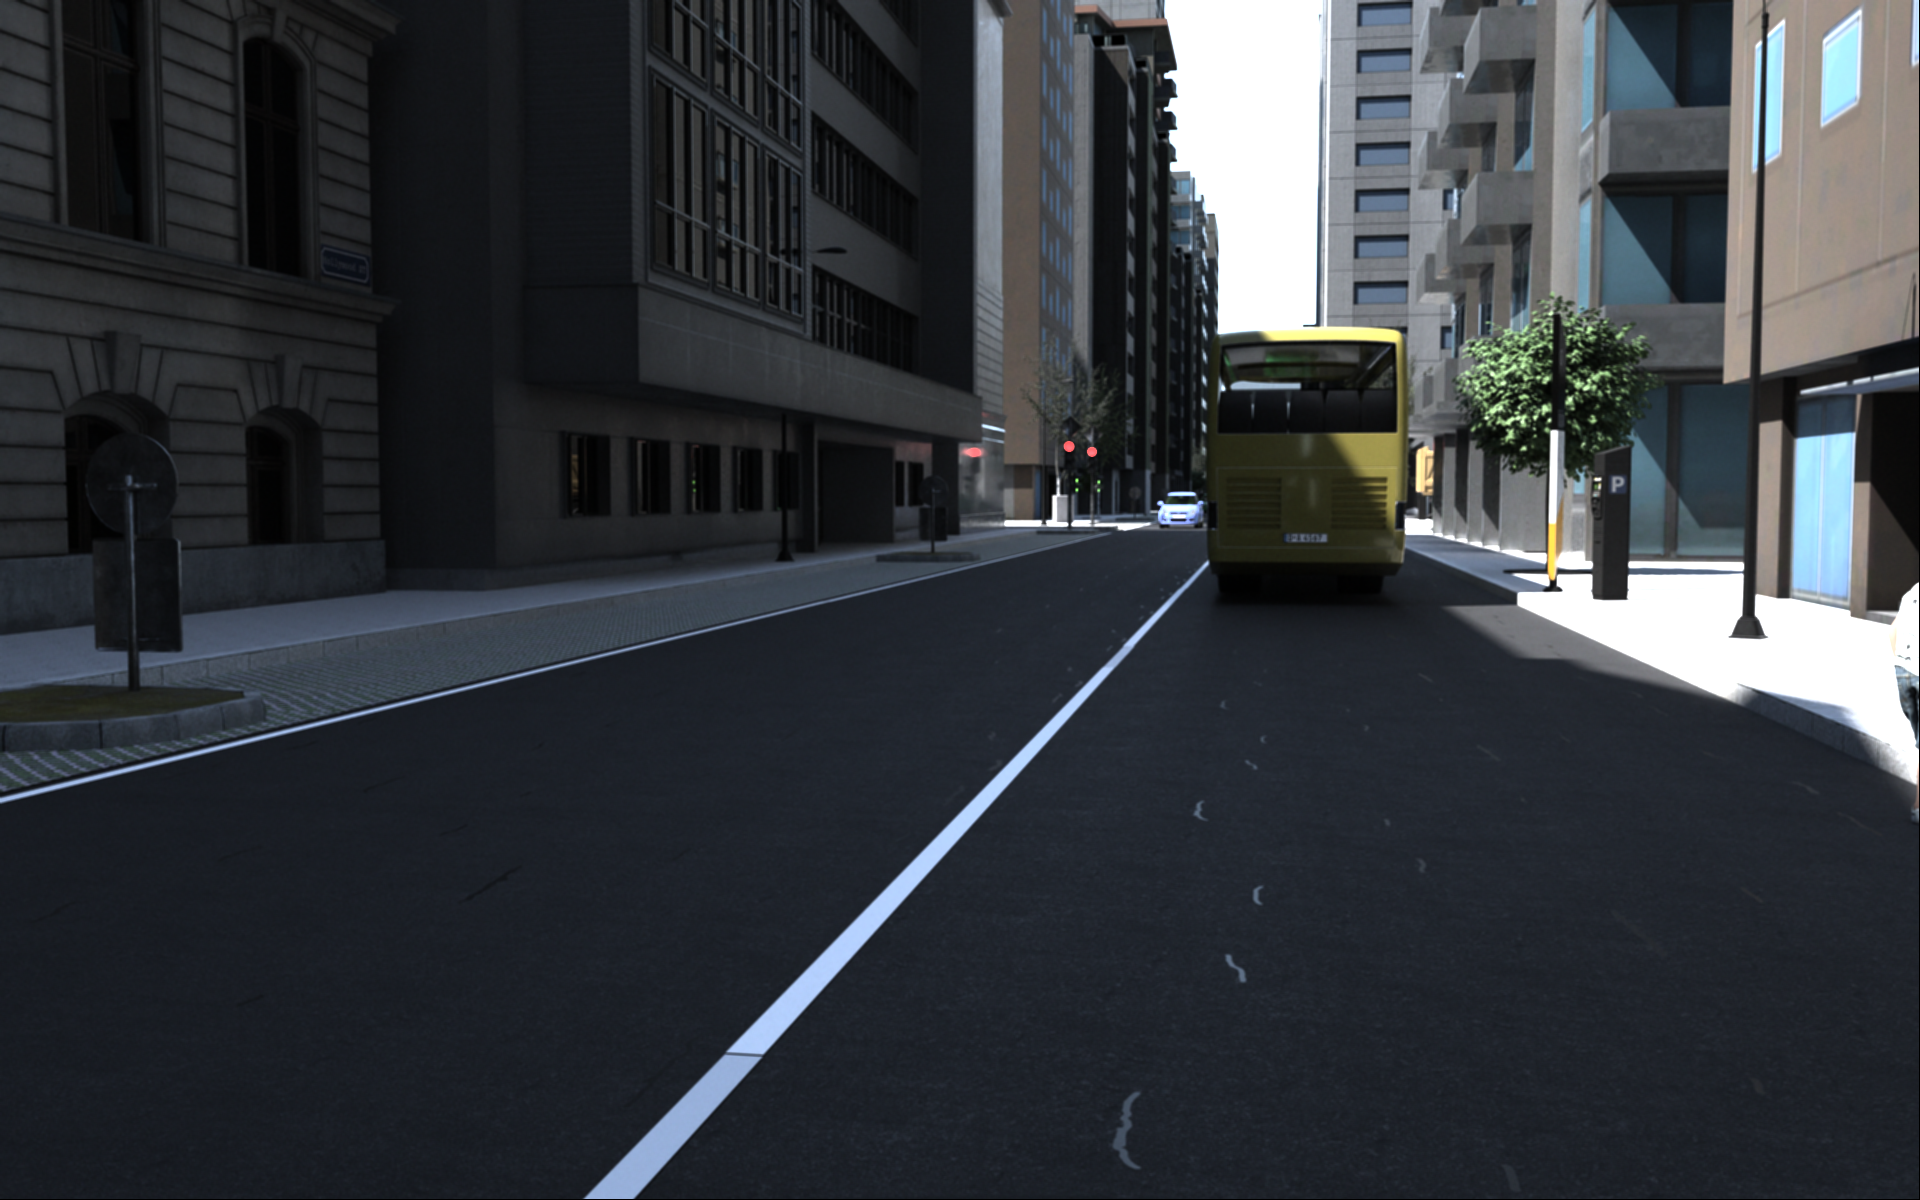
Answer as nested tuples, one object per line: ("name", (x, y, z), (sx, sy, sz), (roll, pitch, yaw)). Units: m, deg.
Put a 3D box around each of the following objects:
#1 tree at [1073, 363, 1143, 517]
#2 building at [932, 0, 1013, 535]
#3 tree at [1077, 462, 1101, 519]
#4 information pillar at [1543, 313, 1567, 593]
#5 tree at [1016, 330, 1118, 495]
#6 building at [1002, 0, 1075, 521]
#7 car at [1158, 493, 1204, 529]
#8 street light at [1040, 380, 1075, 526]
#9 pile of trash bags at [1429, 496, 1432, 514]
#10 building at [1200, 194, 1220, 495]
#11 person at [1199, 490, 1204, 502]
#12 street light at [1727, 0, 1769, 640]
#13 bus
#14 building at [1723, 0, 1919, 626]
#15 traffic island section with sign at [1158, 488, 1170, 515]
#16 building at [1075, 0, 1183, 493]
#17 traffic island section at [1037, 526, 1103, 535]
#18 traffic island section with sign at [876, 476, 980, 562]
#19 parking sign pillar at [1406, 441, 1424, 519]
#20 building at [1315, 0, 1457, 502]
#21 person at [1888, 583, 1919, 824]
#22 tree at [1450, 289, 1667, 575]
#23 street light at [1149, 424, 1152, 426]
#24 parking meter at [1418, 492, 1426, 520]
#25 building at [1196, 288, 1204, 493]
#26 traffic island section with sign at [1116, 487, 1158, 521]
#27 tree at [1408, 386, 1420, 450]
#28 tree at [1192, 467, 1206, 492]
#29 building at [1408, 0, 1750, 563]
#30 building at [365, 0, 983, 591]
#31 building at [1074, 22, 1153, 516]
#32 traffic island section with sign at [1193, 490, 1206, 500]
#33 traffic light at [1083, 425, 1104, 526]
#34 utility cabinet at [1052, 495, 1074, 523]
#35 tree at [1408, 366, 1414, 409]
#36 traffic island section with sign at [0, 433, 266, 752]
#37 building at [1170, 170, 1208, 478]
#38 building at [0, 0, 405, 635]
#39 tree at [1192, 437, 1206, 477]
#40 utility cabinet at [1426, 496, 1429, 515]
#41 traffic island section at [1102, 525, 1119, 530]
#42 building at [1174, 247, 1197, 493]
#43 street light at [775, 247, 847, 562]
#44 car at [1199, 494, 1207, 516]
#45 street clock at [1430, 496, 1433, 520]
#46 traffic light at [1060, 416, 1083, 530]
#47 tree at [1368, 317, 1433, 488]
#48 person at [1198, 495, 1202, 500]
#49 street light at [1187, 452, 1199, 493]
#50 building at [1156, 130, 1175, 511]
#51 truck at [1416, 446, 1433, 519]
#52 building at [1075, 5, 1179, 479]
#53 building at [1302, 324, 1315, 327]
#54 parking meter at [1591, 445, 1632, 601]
("tree", (8.050, -9.069, 98.636), (4.737, 8.622, 4.395), (0, 3, 0))
("building", (-7.956, -12.867, 59.533), (18.267, 20.994, 9.793), (1, 4, 10))
("tree", (6.947, -5.870, 90.568), (1.663, 3.219, 1.824), (0, 3, 0))
("information pillar", (7.821, -1.916, 22.678), (0.183, 3.616, 0.504), (2, 4, 30))
("tree", (4.700, -7.811, 78.066), (4.360, 8.622, 3.978), (0, 3, 0))
("building", (-1.805, -26.837, 88.891), (14.600, 45.320, 14.200), (1, 4, 10))
("car", (9.378, -3.896, 73.295), (1.945, 1.707, 3.694), (1, 4, 11))
("street light", (3.962, -5.996, 70.570), (1.470, 5.913, 1.316), (1, 4, 10))
("pile of trash bags", (28.082, -5.877, 105.835), (3.447, 1.369, 1.912), (2, 4, 32))
("building", (31.126, -40.311, 282.789), (21.300, 48.544, 21.600), (1, 4, 10))
("person", (24.356, -10.252, 175.745), (1.348, 1.869, 0.705), (1, 4, 13))
("street light", (6.488, -2.618, 15.349), (1.470, 5.913, 1.316), (1, 4, 10))
("bus", (5.452, -2.228, 27.981), (2.896, 3.916, 12.252), (1, 4, 10))
("building", (15.408, -22.195, 12.999), (14.600, 45.320, 14.200), (1, 4, 10))
("traffic island section with sign", (14.195, -6.766, 119.255), (1.989, 1.847, 2.006), (1, 4, 10))
("building", (13.331, -45.583, 183.529), (20.563, 71.187, 20.611), (1, 4, 10))
("traffic island section", (3.929, -2.451, 62.347), (2.009, 0.180, 2.903), (1, 4, 10))
("traffic island section with sign", (-0.618, -1.742, 37.105), (1.989, 1.847, 2.006), (1, 4, 10))
("parking sign pillar", (22.955, -6.103, 88.253), (1.447, 3.967, 1.447), (1, 4, 22))
("building", (51.756, -40.227, 199.705), (21.231, 58.520, 28.212), (1, 4, 10))
("person", (4.254, 0.343, 7.572), (0.352, 1.250, 0.332), (2, 4, 26))
("tree", (9.654, -2.709, 28.009), (4.285, 4.588, 4.351), (0, 3, 0))
("street light", (12.001, -8.713, 114.993), (1.470, 5.913, 1.316), (1, 4, 10))
("parking meter", (22.681, -4.852, 85.034), (0.399, 1.863, 0.255), (0, 4, 6))
("building", (25.599, -28.340, 235.057), (14.160, 30.474, 14.107), (1, 4, 10))
("traffic island section with sign", (9.410, -5.144, 92.726), (1.989, 1.847, 2.006), (1, 4, 10))
("tree", (24.565, -10.419, 104.759), (7.601, 10.594, 8.767), (2, 4, 35))
("tree", (28.438, -13.852, 210.197), (4.285, 4.588, 4.351), (0, 3, 0))
("building", (23.469, -25.846, 42.195), (23.786, 49.044, 30.456), (1, 4, 10))
("building", (-8.876, -13.374, 37.724), (14.314, 24.678, 30.058), (1, 4, 10))
("building", (4.752, -20.730, 110.634), (14.160, 30.474, 14.107), (1, 4, 10))
("traffic island section with sign", (23.017, -9.757, 168.147), (1.989, 1.847, 2.006), (1, 4, 10))
("traffic light", (5.384, -4.963, 70.064), (0.839, 4.253, 0.868), (1, 4, 10))
("utility cabinet", (4.593, -4.026, 76.990), (1.020, 1.237, 0.306), (-3, 4, -36))
("tree", (18.547, -7.815, 78.130), (4.737, 8.622, 4.395), (0, 3, 0))
("traffic island section with sign", (-5.412, -0.116, 10.533), (1.989, 1.847, 2.006), (1, 4, 10))
("building", (25.135, -38.995, 257.171), (23.786, 49.044, 30.456), (1, 4, 10))
("building", (-15.543, -11.437, 6.072), (14.460, 24.649, 34.723), (1, 4, 10))
("tree", (29.992, -16.357, 217.797), (4.360, 8.622, 3.978), (0, 3, 0))
("utility cabinet", (24.157, -5.023, 90.812), (0.318, 1.500, 1.173), (3, 5, 43))
("traffic island section", (5.346, -2.931, 70.206), (2.009, 0.180, 2.903), (1, 4, 10))
("building", (19.660, -26.272, 201.246), (14.160, 30.474, 14.107), (1, 4, 10))
("street light", (-2.810, -3.684, 32.767), (1.470, 5.913, 1.316), (1, 4, 10))
("car", (16.235, -6.233, 110.712), (1.959, 1.807, 4.718), (1, 4, 10))
("street clock", (23.451, -4.978, 85.953), (0.358, 2.002, 0.471), (3, 5, 42))
("traffic light", (3.967, -4.482, 62.205), (0.839, 4.253, 0.868), (1, 4, 10))
("tree", (17.953, -7.447, 72.124), (4.360, 8.622, 3.978), (0, 3, 0))
("person", (23.727, -10.049, 173.360), (0.990, 1.755, 0.434), (0, 4, 0))
("street light", (25.445, -13.279, 189.649), (1.470, 5.913, 1.316), (1, 4, 10))
("building", (8.701, -22.090, 132.880), (14.160, 30.474, 14.107), (1, 4, 10))
("truck", (21.663, -4.093, 62.840), (9.791, 3.379, 3.469), (1, 4, 12))
("building", (8.546, -30.908, 159.973), (22.147, 44.769, 28.867), (1, 4, 10))
("building", (64.281, -31.754, 290.874), (14.160, 30.474, 14.107), (1, 4, 10))
("parking meter", (7.839, -0.927, 20.875), (0.399, 1.863, 0.255), (0, 4, -8))
